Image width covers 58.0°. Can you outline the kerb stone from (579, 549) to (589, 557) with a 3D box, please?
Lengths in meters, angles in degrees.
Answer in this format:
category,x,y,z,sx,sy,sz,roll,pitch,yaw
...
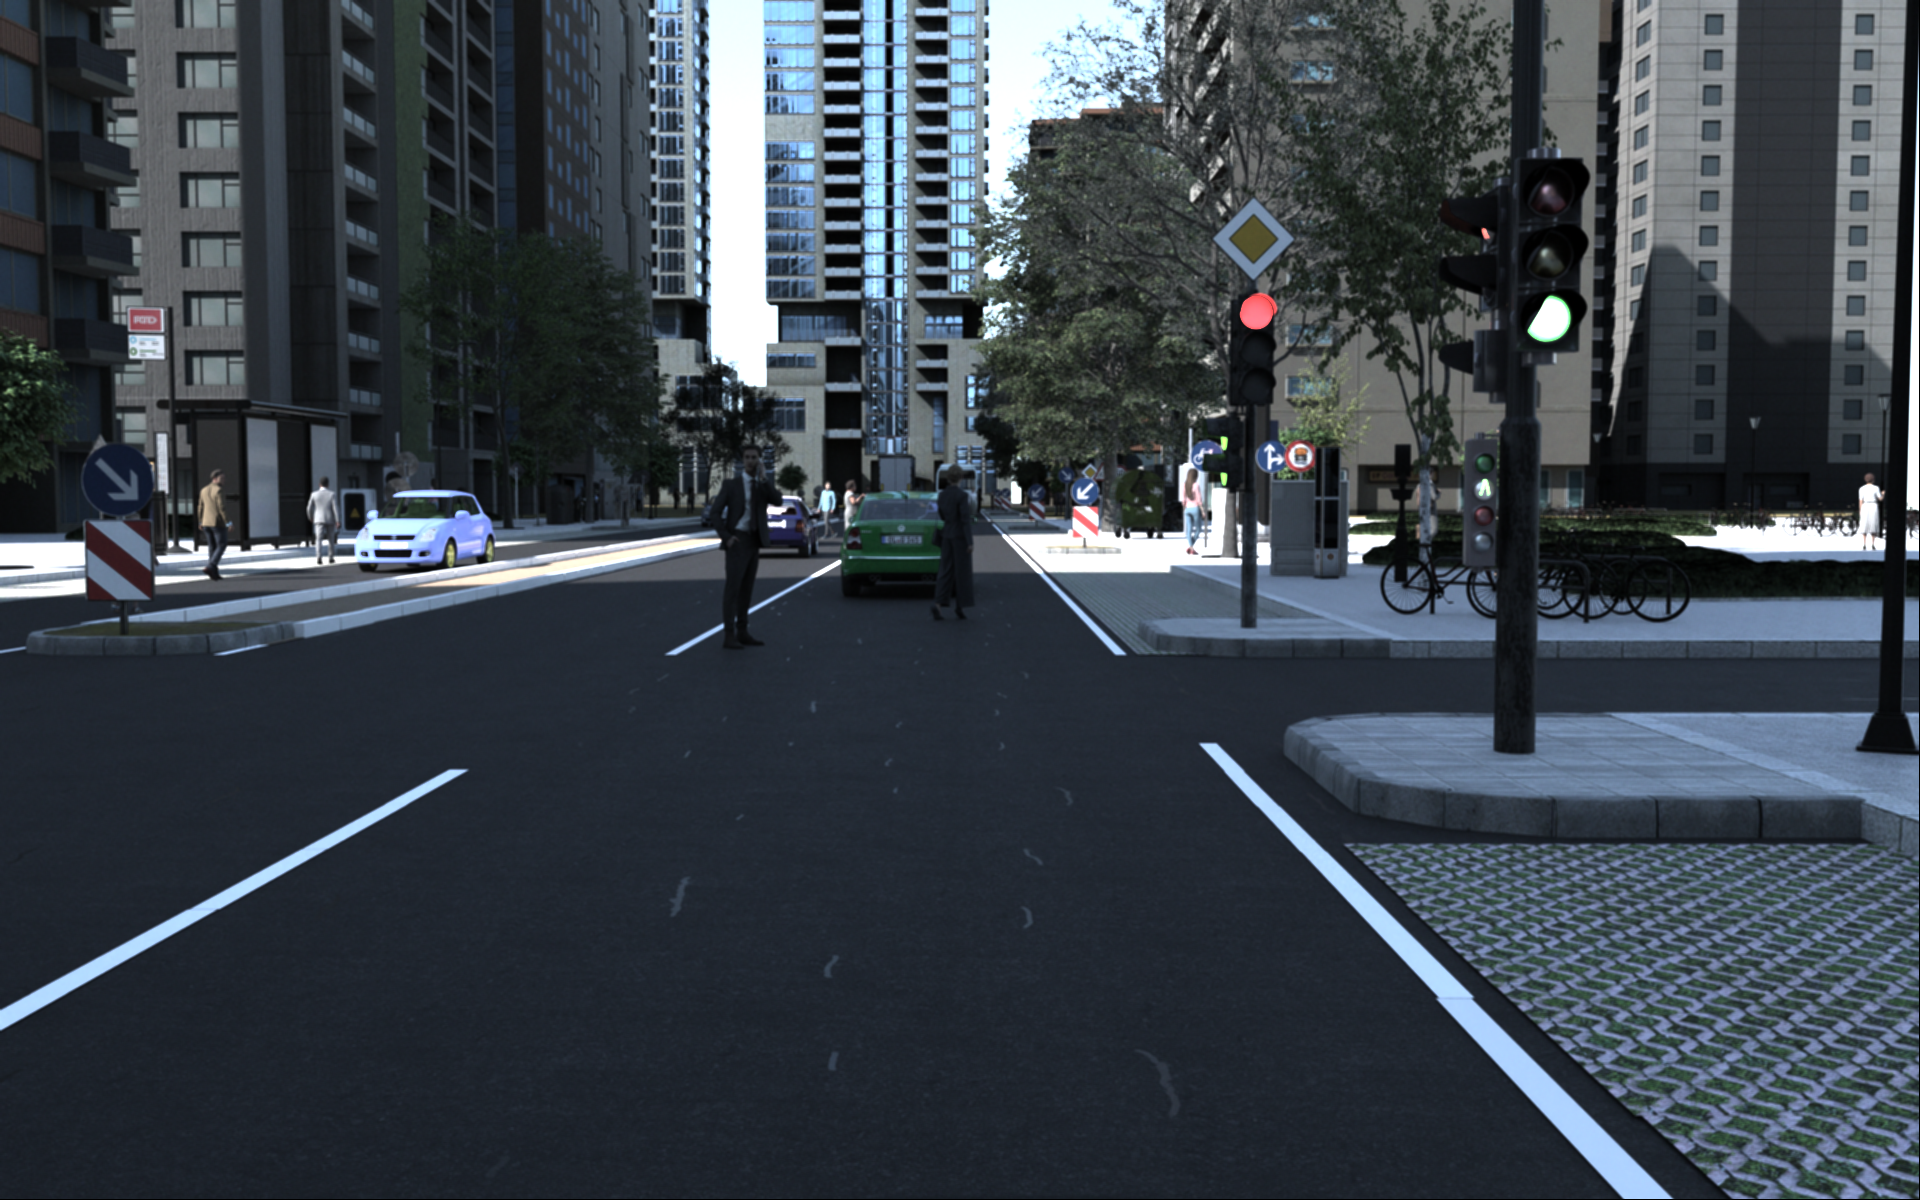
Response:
category,x,y,z,sx,sy,sz,roll,pitch,yaw
kerb stone,-8.633,-1.044,39.258,0.120,0.150,1.000,0,3,0

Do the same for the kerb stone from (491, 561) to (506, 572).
category,x,y,z,sx,sy,sz,roll,pitch,yaw
kerb stone,-8.645,-0.605,32.080,0.120,0.150,1.000,0,3,0

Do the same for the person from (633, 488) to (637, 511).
category,x,y,z,sx,sy,sz,roll,pitch,yaw
person,-24.936,-7.767,133.742,0.721,1.735,1.217,-3,5,-40

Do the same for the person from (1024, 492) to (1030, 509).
category,x,y,z,sx,sy,sz,roll,pitch,yaw
person,6.151,-8.940,152.949,1.217,1.736,0.721,2,4,27

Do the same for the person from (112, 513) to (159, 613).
category,x,y,z,sx,sy,sz,roll,pitch,yaw
person,-9.992,-0.456,20.978,0.382,1.210,0.505,3,5,41

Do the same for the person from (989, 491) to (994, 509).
category,x,y,z,sx,sy,sz,roll,pitch,yaw
person,2.756,-8.767,152.635,0.742,1.727,0.445,3,5,43

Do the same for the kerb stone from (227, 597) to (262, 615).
category,x,y,z,sx,sy,sz,roll,pitch,yaw
kerb stone,-8.676,0.085,20.808,0.120,0.150,1.000,0,3,0

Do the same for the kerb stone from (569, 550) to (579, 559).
category,x,y,z,sx,sy,sz,roll,pitch,yaw
kerb stone,-8.643,-0.981,38.228,0.120,0.150,1.000,0,3,0

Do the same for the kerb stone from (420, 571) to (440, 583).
category,x,y,z,sx,sy,sz,roll,pitch,yaw
kerb stone,-8.661,-0.349,27.979,0.120,0.150,1.000,0,3,0

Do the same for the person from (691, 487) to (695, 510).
category,x,y,z,sx,sy,sz,roll,pitch,yaw
person,-21.795,-8.286,141.539,0.705,1.822,1.348,0,4,-4

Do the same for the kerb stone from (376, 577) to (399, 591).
category,x,y,z,sx,sy,sz,roll,pitch,yaw
kerb stone,-8.665,-0.229,25.932,0.120,0.150,1.000,0,3,0

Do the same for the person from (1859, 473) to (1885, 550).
category,x,y,z,sx,sy,sz,roll,pitch,yaw
person,20.977,-2.033,39.856,0.480,1.755,0.524,3,5,39

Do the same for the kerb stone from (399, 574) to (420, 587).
category,x,y,z,sx,sy,sz,roll,pitch,yaw
kerb stone,-8.660,-0.286,26.955,0.120,0.150,1.000,0,3,0

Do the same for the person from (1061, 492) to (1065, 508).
category,x,y,z,sx,sy,sz,roll,pitch,yaw
person,9.577,-9.368,160.154,0.756,1.711,0.436,0,4,3

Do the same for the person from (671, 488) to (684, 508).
category,x,y,z,sx,sy,sz,roll,pitch,yaw
person,-26.460,-9.558,162.414,1.348,1.812,0.705,-2,4,-33

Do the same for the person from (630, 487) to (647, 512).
category,x,y,z,sx,sy,sz,roll,pitch,yaw
person,-23.166,-7.276,124.994,1.348,1.826,0.705,1,4,14

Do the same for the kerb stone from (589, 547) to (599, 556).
category,x,y,z,sx,sy,sz,roll,pitch,yaw
kerb stone,-8.631,-1.106,40.280,0.120,0.150,1.000,0,3,0

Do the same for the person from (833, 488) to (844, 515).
category,x,y,z,sx,sy,sz,roll,pitch,yaw
person,-8.362,-6.620,116.747,1.348,1.823,0.705,2,4,26

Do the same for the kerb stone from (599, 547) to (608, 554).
category,x,y,z,sx,sy,sz,roll,pitch,yaw
kerb stone,-8.629,-1.169,41.311,0.120,0.150,1.000,0,3,0

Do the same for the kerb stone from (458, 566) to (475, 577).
category,x,y,z,sx,sy,sz,roll,pitch,yaw
kerb stone,-8.649,-0.479,30.036,0.120,0.150,1.000,0,3,0

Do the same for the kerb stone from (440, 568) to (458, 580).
category,x,y,z,sx,sy,sz,roll,pitch,yaw
kerb stone,-8.657,-0.416,29.003,0.120,0.150,1.000,0,3,0

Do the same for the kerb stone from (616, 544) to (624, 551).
category,x,y,z,sx,sy,sz,roll,pitch,yaw
kerb stone,-8.632,-1.294,43.356,0.120,0.150,1.000,0,3,0

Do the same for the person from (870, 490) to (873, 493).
category,x,y,z,sx,sy,sz,roll,pitch,yaw
person,-7.202,-7.927,138.820,0.721,1.735,1.217,-3,4,-39

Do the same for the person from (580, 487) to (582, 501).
category,x,y,z,sx,sy,sz,roll,pitch,yaw
person,-25.130,-6.667,115.490,0.683,1.767,0.568,2,4,24

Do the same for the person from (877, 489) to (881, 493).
category,x,y,z,sx,sy,sz,roll,pitch,yaw
person,-4.958,-6.067,108.480,0.721,1.735,1.217,-1,4,-17

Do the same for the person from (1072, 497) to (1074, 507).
category,x,y,z,sx,sy,sz,roll,pitch,yaw
person,9.644,-8.613,146.492,0.705,1.869,1.348,1,4,22

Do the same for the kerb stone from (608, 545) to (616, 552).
category,x,y,z,sx,sy,sz,roll,pitch,yaw
kerb stone,-8.624,-1.221,42.333,0.120,0.150,1.000,0,3,0

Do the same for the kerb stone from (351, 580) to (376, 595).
category,x,y,z,sx,sy,sz,roll,pitch,yaw
kerb stone,-8.665,-0.166,24.910,0.120,0.150,1.000,0,3,0

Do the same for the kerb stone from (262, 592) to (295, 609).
category,x,y,z,sx,sy,sz,roll,pitch,yaw
kerb stone,-8.670,0.023,21.841,0.120,0.150,1.000,0,3,0

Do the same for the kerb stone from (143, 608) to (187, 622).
category,x,y,z,sx,sy,sz,roll,pitch,yaw
kerb stone,-8.683,0.213,18.751,0.120,0.150,1.000,0,3,0

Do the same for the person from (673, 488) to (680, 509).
category,x,y,z,sx,sy,sz,roll,pitch,yaw
person,-24.333,-8.705,148.393,0.705,1.821,1.348,-2,4,-28

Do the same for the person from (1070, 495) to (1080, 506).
category,x,y,z,sx,sy,sz,roll,pitch,yaw
person,8.213,-7.082,122.774,0.756,1.711,0.436,1,4,22

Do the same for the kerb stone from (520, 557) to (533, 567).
category,x,y,z,sx,sy,sz,roll,pitch,yaw
kerb stone,-8.643,-0.730,34.130,0.120,0.150,1.000,0,3,0

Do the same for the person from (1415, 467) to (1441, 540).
category,x,y,z,sx,sy,sz,roll,pitch,yaw
person,9.510,-1.789,35.258,0.822,1.834,0.622,-2,4,-32

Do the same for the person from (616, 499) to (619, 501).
category,x,y,z,sx,sy,sz,roll,pitch,yaw
person,-25.344,-7.515,128.783,0.599,1.838,0.709,-1,4,-23

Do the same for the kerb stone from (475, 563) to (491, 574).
category,x,y,z,sx,sy,sz,roll,pitch,yaw
kerb stone,-8.651,-0.538,31.058,0.120,0.150,1.000,0,3,0

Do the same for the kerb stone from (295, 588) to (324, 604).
category,x,y,z,sx,sy,sz,roll,pitch,yaw
kerb stone,-8.675,-0.040,22.866,0.120,0.150,1.000,0,3,0

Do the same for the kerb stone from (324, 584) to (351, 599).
category,x,y,z,sx,sy,sz,roll,pitch,yaw
kerb stone,-8.667,-0.103,23.888,0.120,0.150,1.000,0,3,0

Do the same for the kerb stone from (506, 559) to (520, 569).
category,x,y,z,sx,sy,sz,roll,pitch,yaw
kerb stone,-8.647,-0.667,33.103,0.120,0.150,1.000,0,3,0

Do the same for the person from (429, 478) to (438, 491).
category,x,y,z,sx,sy,sz,roll,pitch,yaw
person,-17.784,-3.209,58.520,0.388,1.821,0.555,1,4,16

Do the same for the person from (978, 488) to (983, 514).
category,x,y,z,sx,sy,sz,roll,pitch,yaw
person,1.461,-7.313,127.694,0.705,1.869,1.348,1,4,13

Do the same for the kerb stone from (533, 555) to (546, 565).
category,x,y,z,sx,sy,sz,roll,pitch,yaw
kerb stone,-8.637,-0.793,35.156,0.120,0.150,1.000,0,3,0

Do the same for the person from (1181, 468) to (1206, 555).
category,x,y,z,sx,sy,sz,roll,pitch,yaw
person,4.912,-1.853,36.346,0.555,1.821,0.388,2,4,35

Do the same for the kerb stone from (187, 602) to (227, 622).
category,x,y,z,sx,sy,sz,roll,pitch,yaw
kerb stone,-8.672,0.152,19.786,0.120,0.150,1.000,0,3,0

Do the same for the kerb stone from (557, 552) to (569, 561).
category,x,y,z,sx,sy,sz,roll,pitch,yaw
kerb stone,-8.636,-0.918,37.206,0.120,0.150,1.000,0,3,0

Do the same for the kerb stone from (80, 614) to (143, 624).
category,x,y,z,sx,sy,sz,roll,pitch,yaw
kerb stone,-8.681,0.274,17.718,0.120,0.150,1.000,0,3,0

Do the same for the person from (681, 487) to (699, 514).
category,x,y,z,sx,sy,sz,roll,pitch,yaw
person,-17.544,-6.458,112.354,1.217,1.735,0.721,-1,4,-21

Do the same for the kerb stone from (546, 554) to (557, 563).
category,x,y,z,sx,sy,sz,roll,pitch,yaw
kerb stone,-8.648,-0.854,36.184,0.120,0.150,1.000,0,3,0

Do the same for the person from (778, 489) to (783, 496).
category,x,y,z,sx,sy,sz,roll,pitch,yaw
person,-15.613,-8.760,149.791,0.617,1.759,0.750,0,4,-7

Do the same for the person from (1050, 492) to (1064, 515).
category,x,y,z,sx,sy,sz,roll,pitch,yaw
person,5.803,-5.969,104.168,0.617,1.759,0.750,3,5,45
